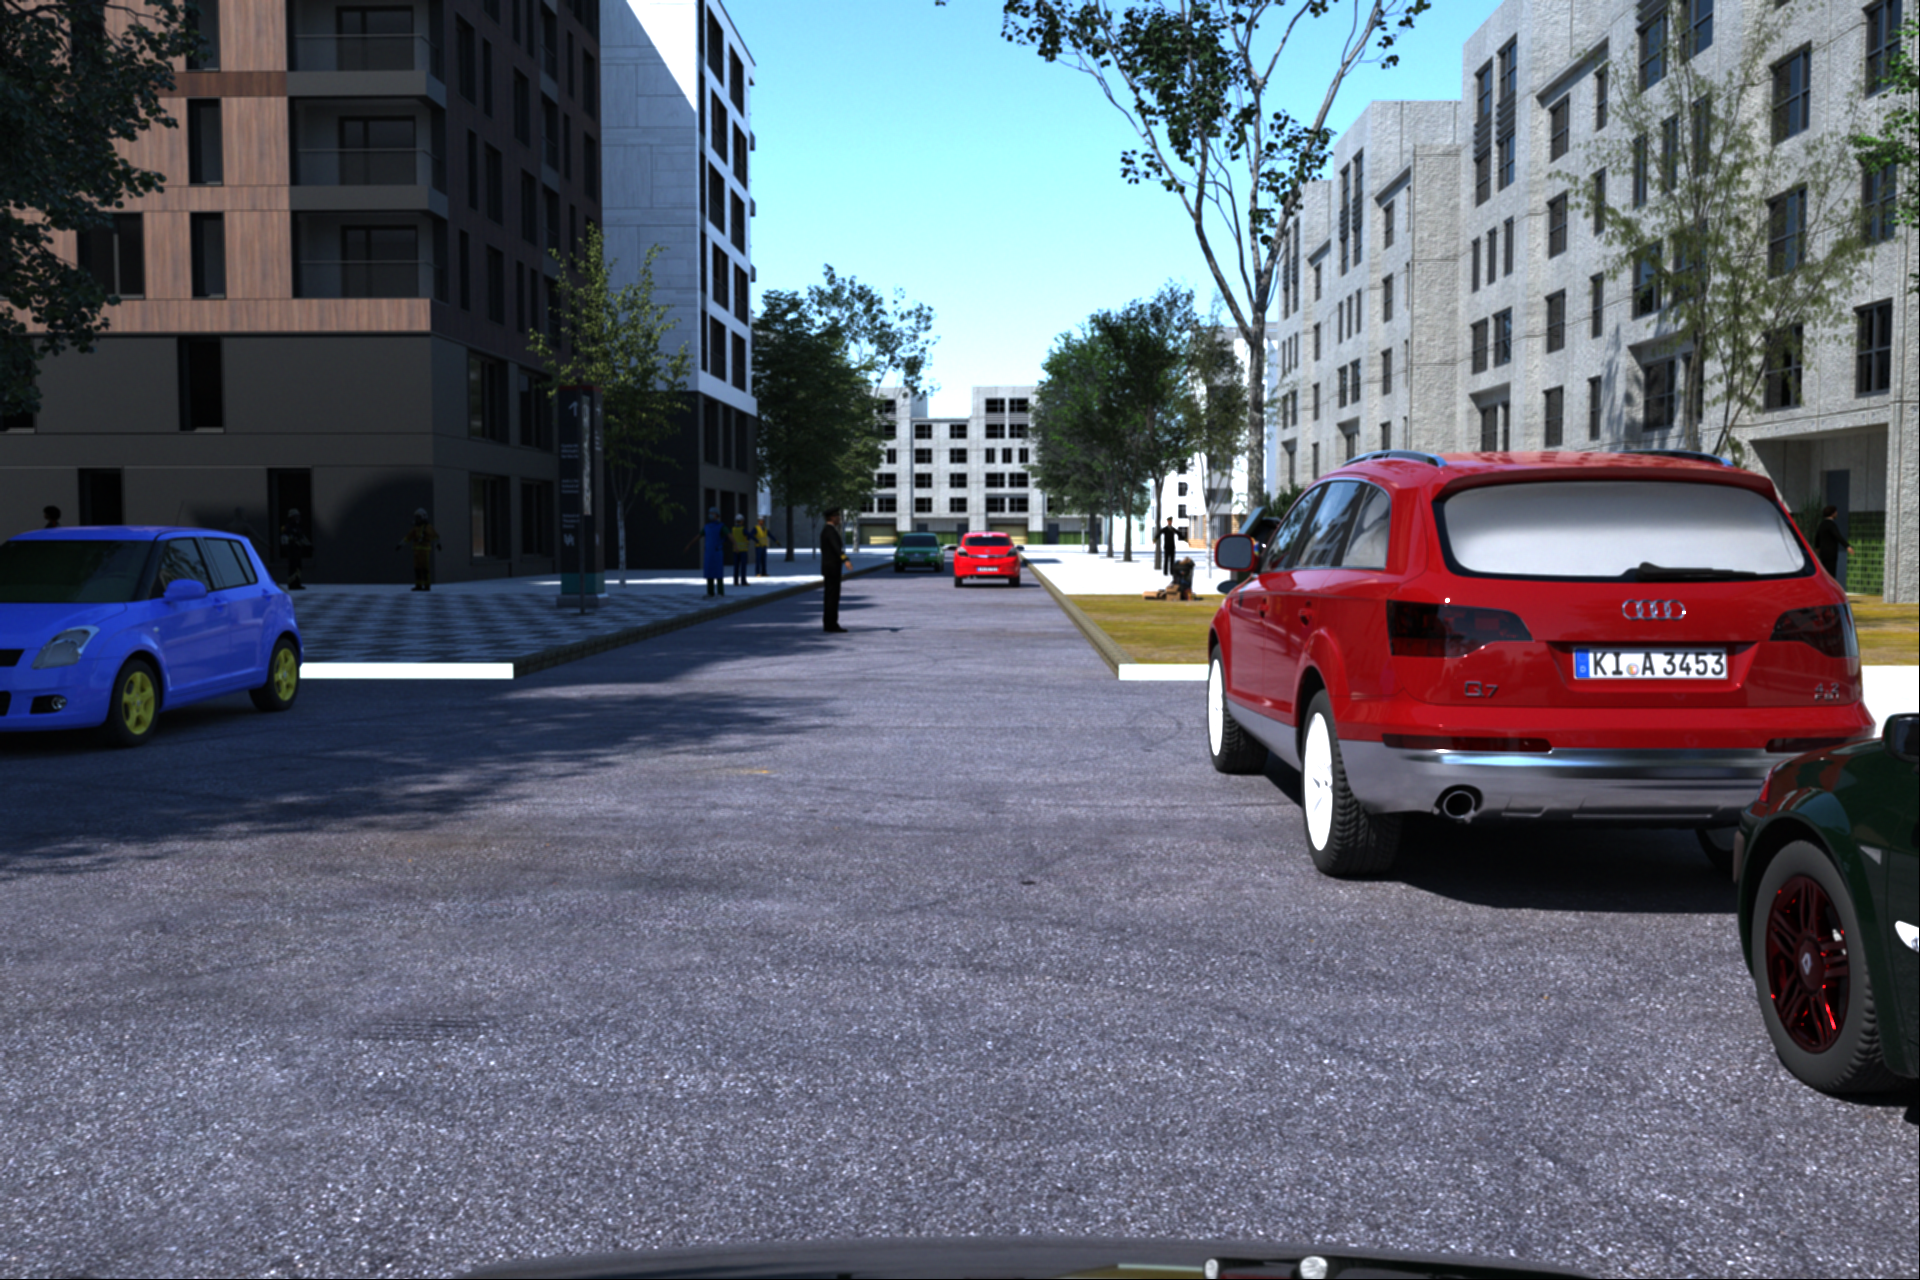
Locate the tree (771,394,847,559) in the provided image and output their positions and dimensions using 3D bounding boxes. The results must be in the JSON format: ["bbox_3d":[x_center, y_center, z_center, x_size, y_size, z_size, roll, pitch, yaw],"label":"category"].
[{"bbox_3d":[-7.386,-8.503,89.392,4.360,8.622,3.978,0,3,0],"label":"tree"}]

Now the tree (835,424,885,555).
[{"bbox_3d":[-7.406,-9.588,107.118,4.360,8.622,3.978,0,3,0],"label":"tree"}]

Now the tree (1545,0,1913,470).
[{"bbox_3d":[9.380,-4.409,22.447,4.360,8.622,3.978,0,3,0],"label":"tree"}]

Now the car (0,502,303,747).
[{"bbox_3d":[-6.324,-0.194,12.767,1.945,1.707,3.694,0,4,2],"label":"car"}]

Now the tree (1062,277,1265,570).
[{"bbox_3d":[7.376,-7.809,62.097,7.601,10.594,8.767,-3,5,-43],"label":"tree"}]

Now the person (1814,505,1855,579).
[{"bbox_3d":[16.039,-1.573,31.905,0.705,1.806,1.347,0,4,1],"label":"person"}]

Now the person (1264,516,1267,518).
[{"bbox_3d":[7.018,-2.049,40.308,0.721,1.733,1.217,2,4,27],"label":"person"}]

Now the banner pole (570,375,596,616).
[{"bbox_3d":[-5.979,-2.298,27.586,0.401,3.779,0.863,0,4,2],"label":"banner pole"}]

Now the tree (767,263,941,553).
[{"bbox_3d":[-7.203,-16.177,120.381,12.611,20.169,13.585,0,3,0],"label":"tree"}]

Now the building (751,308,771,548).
[{"bbox_3d":[-22.491,-17.628,144.632,16.016,20.090,11.380,0,4,1],"label":"building"}]

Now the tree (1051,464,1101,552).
[{"bbox_3d":[8.945,-10.522,122.396,4.360,8.622,3.978,0,3,0],"label":"tree"}]

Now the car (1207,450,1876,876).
[{"bbox_3d":[2.522,-0.007,8.793,2.281,1.827,5.304,0,4,1],"label":"car"}]

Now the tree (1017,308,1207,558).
[{"bbox_3d":[8.241,-11.183,93.215,12.009,13.543,11.850,0,3,0],"label":"tree"}]

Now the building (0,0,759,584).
[{"bbox_3d":[-23.349,-13.216,60.063,27.936,21.610,32.646,0,4,2],"label":"building"}]

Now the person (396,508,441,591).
[{"bbox_3d":[-12.140,-2.032,38.991,1.354,1.858,0.705,2,4,28],"label":"person"}]

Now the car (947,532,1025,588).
[{"bbox_3d":[0.727,-2.376,47.890,2.155,1.783,4.494,0,3,0],"label":"car"}]

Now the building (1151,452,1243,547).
[{"bbox_3d":[24.768,-14.137,173.290,9.099,9.664,28.070,0,4,1],"label":"building"}]

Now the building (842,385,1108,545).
[{"bbox_3d":[2.275,-21.063,213.287,31.486,18.905,16.747,0,4,6],"label":"building"}]

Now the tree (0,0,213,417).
[{"bbox_3d":[-11.792,-6.666,15.639,9.857,13.997,8.962,0,3,0],"label":"tree"}]

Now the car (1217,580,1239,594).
[{"bbox_3d":[3.179,-0.133,14.179,2.014,1.417,4.499,0,4,1],"label":"car"}]

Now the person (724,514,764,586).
[{"bbox_3d":[-5.421,-2.237,43.032,1.216,1.772,0.721,2,4,25],"label":"person"}]

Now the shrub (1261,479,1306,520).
[{"bbox_3d":[4.562,-1.163,23.434,1.690,2.028,1.600,0,3,0],"label":"shrub"}]

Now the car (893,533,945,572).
[{"bbox_3d":[-1.545,-3.511,66.207,1.959,1.807,4.718,0,4,1],"label":"car"}]

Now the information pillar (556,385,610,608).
[{"bbox_3d":[-6.661,-2.516,30.514,0.750,3.857,0.750,0,4,3],"label":"information pillar"}]

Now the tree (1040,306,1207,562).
[{"bbox_3d":[7.642,-9.403,79.493,9.928,11.665,9.643,0,3,0],"label":"tree"}]

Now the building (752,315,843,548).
[{"bbox_3d":[-21.490,-20.688,169.176,19.493,23.208,18.063,0,4,1],"label":"building"}]

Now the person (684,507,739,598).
[{"bbox_3d":[-4.931,-1.743,34.627,1.347,1.817,0.704,2,4,30],"label":"person"}]

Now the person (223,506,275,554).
[{"bbox_3d":[-13.832,-1.666,33.368,1.348,1.813,0.705,1,4,16],"label":"person"}]

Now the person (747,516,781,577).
[{"bbox_3d":[-5.945,-2.810,51.920,0.705,1.833,1.349,3,5,42],"label":"person"}]

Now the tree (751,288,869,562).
[{"bbox_3d":[-8.098,-9.962,81.000,7.486,12.596,7.792,0,3,0],"label":"tree"}]

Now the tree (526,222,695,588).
[{"bbox_3d":[-8.064,-5.541,40.961,4.737,8.622,4.395,0,3,0],"label":"tree"}]

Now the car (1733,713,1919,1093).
[{"bbox_3d":[3.014,0.401,3.239,2.009,1.686,4.222,0,4,1],"label":"car"}]

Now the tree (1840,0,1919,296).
[{"bbox_3d":[16.718,-6.021,24.195,9.928,11.665,9.643,0,3,0],"label":"tree"}]

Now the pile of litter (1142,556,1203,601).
[{"bbox_3d":[4.136,-1.215,33.824,1.176,0.858,1.719,0,4,1],"label":"pile of litter"}]

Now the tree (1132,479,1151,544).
[{"bbox_3d":[22.487,-16.124,213.991,4.737,8.622,4.395,0,3,0],"label":"tree"}]

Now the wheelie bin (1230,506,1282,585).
[{"bbox_3d":[3.470,-0.745,20.094,0.693,1.594,0.980,0,4,0],"label":"wheelie bin"}]

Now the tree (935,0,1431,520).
[{"bbox_3d":[5.182,-11.157,38.308,12.611,20.169,13.585,0,3,0],"label":"tree"}]

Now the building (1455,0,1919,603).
[{"bbox_3d":[26.063,-11.046,47.059,16.747,18.905,31.486,0,4,2],"label":"building"}]

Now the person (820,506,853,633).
[{"bbox_3d":[-1.843,-1.036,25.328,0.705,1.837,1.347,-1,4,-19],"label":"person"}]

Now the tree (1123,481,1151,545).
[{"bbox_3d":[22.055,-15.790,208.528,4.360,8.622,3.978,0,3,0],"label":"tree"}]

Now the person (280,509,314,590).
[{"bbox_3d":[-15.297,-2.085,39.876,0.705,1.856,1.354,0,4,6],"label":"person"}]

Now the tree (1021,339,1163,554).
[{"bbox_3d":[8.601,-12.555,111.924,9.857,13.997,8.962,0,3,0],"label":"tree"}]

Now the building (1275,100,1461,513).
[{"bbox_3d":[25.358,-13.013,79.214,16.747,18.905,31.486,0,4,1],"label":"building"}]

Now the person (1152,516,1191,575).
[{"bbox_3d":[6.512,-2.920,53.681,1.347,1.837,0.705,-1,4,-21],"label":"person"}]

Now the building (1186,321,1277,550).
[{"bbox_3d":[25.493,-18.236,154.577,16.016,20.090,11.380,0,4,1],"label":"building"}]

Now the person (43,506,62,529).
[{"bbox_3d":[-17.477,-1.660,33.284,0.704,1.843,1.345,-1,4,-8],"label":"person"}]

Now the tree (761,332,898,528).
[{"bbox_3d":[-7.308,-10.974,97.554,7.486,12.596,7.792,0,3,0],"label":"tree"}]

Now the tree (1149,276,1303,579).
[{"bbox_3d":[7.040,-6.081,49.792,4.360,8.622,3.978,0,3,0],"label":"tree"}]
